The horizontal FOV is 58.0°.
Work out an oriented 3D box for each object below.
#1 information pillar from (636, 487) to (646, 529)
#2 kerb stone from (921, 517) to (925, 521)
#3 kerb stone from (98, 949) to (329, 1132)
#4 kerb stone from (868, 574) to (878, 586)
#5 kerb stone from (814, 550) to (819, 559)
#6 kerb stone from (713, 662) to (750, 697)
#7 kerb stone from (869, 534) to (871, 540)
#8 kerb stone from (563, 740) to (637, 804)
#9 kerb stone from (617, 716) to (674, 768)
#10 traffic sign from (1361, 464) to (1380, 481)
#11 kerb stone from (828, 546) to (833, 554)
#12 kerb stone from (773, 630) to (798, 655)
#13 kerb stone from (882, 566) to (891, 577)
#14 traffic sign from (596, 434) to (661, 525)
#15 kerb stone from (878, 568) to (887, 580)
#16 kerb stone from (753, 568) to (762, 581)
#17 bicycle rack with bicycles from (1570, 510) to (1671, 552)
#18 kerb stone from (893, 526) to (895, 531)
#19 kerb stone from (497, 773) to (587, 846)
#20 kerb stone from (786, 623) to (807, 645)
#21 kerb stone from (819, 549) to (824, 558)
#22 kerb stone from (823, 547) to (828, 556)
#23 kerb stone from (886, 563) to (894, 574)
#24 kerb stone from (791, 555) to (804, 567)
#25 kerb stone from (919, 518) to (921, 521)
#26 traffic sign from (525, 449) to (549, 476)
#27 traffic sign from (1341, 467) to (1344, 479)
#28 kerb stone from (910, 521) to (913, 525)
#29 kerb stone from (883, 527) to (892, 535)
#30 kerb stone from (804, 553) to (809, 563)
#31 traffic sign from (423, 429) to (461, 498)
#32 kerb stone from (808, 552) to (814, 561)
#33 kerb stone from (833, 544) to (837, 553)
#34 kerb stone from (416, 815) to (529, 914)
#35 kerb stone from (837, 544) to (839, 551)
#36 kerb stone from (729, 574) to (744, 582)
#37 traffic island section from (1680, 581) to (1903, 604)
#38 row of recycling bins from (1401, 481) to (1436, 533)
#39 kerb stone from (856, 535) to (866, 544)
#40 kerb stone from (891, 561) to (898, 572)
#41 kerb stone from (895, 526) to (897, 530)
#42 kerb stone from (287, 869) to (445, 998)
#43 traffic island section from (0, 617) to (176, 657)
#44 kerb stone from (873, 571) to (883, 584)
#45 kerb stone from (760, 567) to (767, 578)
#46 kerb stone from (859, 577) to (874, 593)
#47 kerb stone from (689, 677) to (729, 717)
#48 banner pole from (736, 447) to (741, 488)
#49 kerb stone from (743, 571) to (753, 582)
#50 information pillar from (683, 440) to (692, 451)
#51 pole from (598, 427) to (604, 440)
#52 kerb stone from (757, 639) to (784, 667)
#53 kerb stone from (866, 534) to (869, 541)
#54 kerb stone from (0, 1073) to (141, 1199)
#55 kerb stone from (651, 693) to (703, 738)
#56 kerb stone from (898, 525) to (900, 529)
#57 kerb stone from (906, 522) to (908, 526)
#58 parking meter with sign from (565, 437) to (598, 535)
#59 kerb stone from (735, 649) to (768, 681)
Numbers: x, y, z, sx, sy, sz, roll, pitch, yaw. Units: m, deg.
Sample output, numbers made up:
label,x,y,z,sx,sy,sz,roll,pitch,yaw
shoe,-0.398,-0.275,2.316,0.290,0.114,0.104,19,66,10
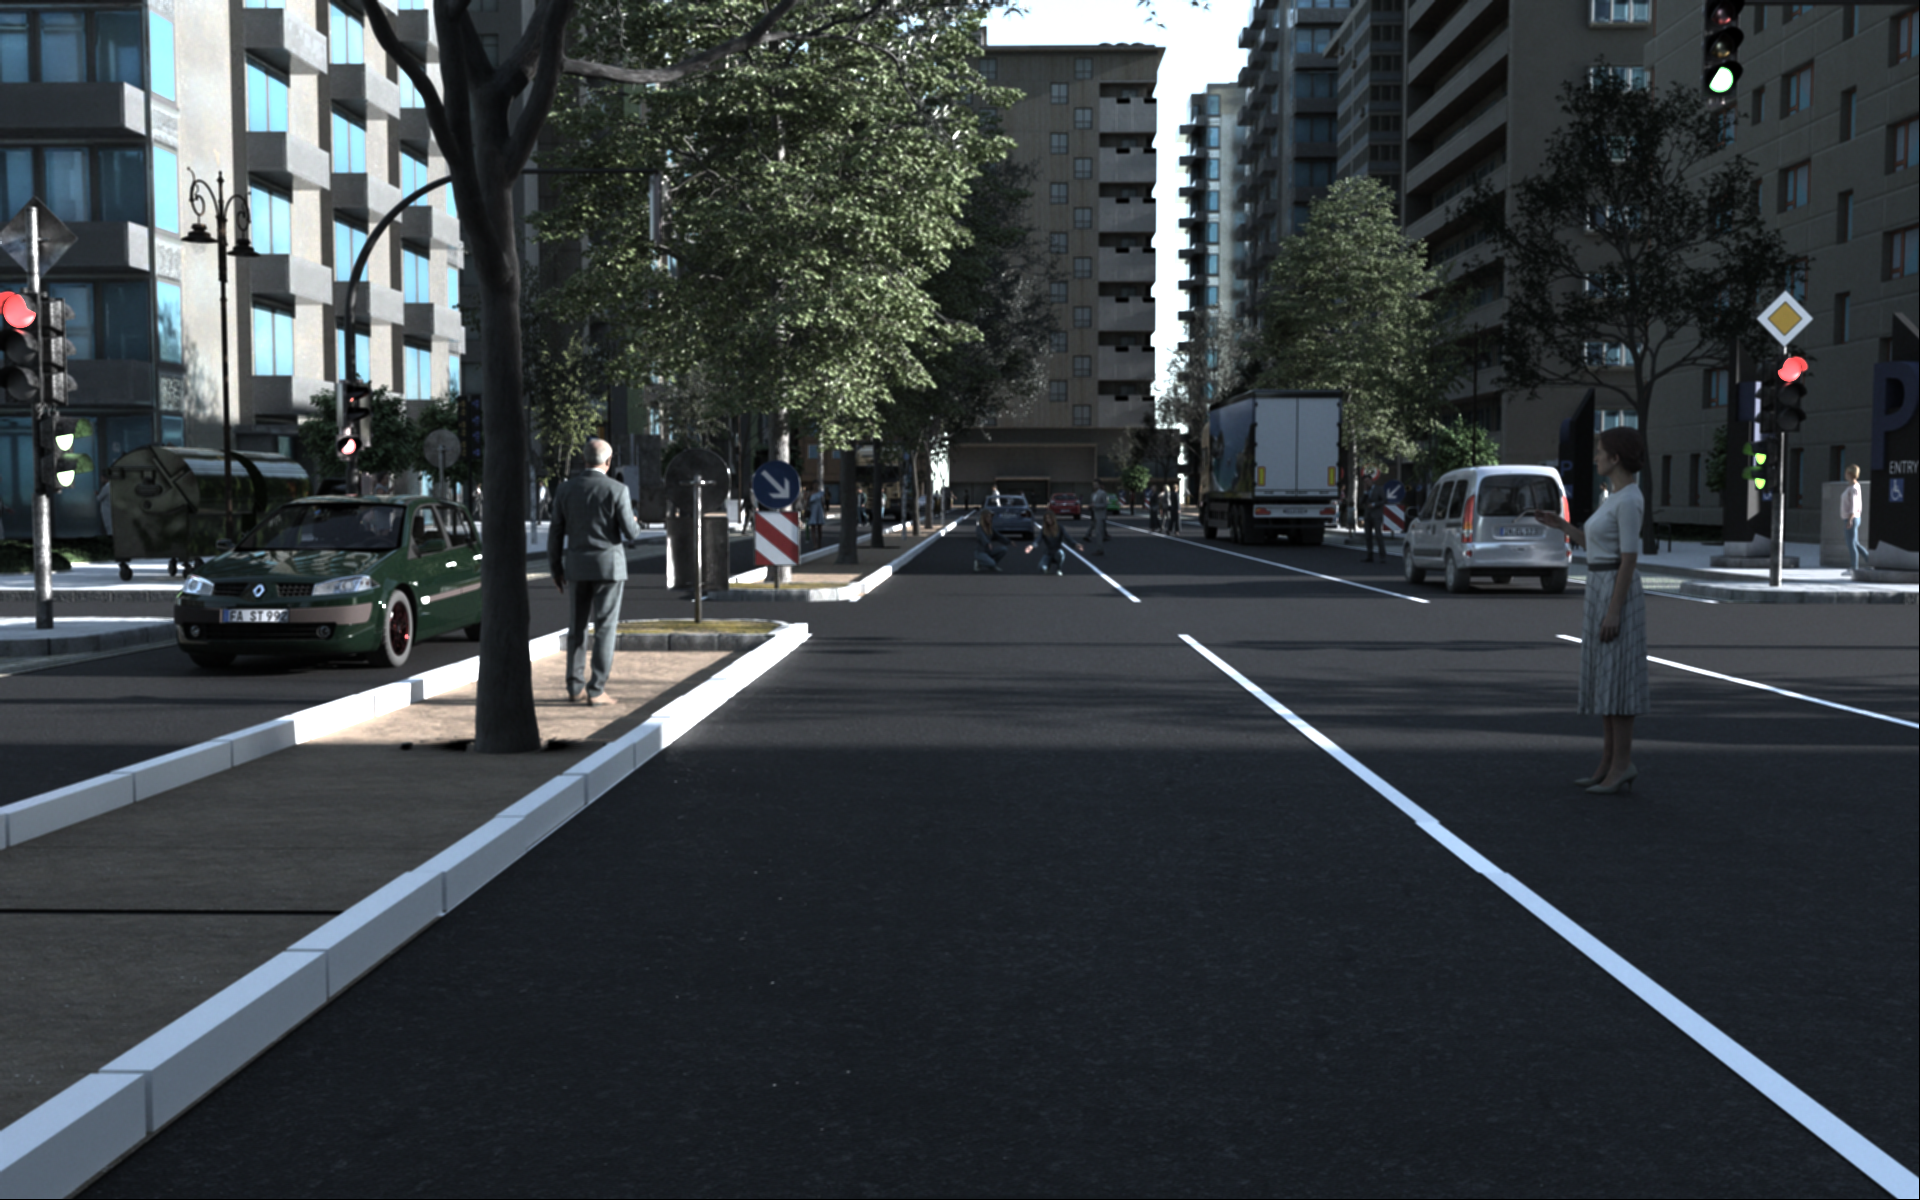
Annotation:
label,x,y,z,sx,sy,sz,roll,pitch,yaw
information pillar,-11.763,-3.615,63.594,0.304,2.012,0.304,2,4,32
kerb stone,-2.007,-4.462,95.157,0.120,0.150,1.000,0,4,1
kerb stone,-1.848,1.091,4.359,0.120,0.150,1.000,0,4,1
kerb stone,-1.385,-0.260,26.438,0.120,0.150,1.000,0,4,1
kerb stone,-3.236,-0.952,37.760,0.120,0.150,1.000,0,4,1
kerb stone,-1.671,0.589,12.568,0.120,0.150,1.000,0,4,1
kerb stone,-2.905,-1.894,53.166,0.120,0.150,1.000,0,4,1
kerb stone,-1.758,0.841,8.465,0.120,0.150,1.000,0,4,1
kerb stone,-1.735,0.786,9.493,0.120,0.150,1.000,0,4,1
traffic sign,16.555,-4.271,69.935,0.768,2.556,0.104,0,4,6
kerb stone,-3.172,-1.140,40.843,0.120,0.150,1.000,0,4,1
kerb stone,-1.608,0.407,15.644,0.120,0.150,1.000,0,4,1
kerb stone,-1.311,-0.447,29.504,0.120,0.150,1.000,0,4,1
traffic sign,-11.332,-3.997,59.223,2.265,3.308,0.079,0,4,7
kerb stone,-1.332,-0.384,28.482,0.120,0.150,1.000,0,4,1
kerb stone,-3.430,-0.386,28.508,0.120,0.150,1.000,0,4,1
bicycle rack with bicycles,14.877,-1.580,39.209,2.852,0.926,2.925,1,4,15
kerb stone,-2.647,-2.642,65.454,0.120,0.150,1.000,0,4,1
kerb stone,-1.791,0.909,7.432,0.120,0.150,1.000,0,4,1
kerb stone,-1.585,0.338,16.670,0.120,0.150,1.000,0,4,1
kerb stone,-3.211,-1.012,38.788,0.120,0.150,1.000,0,4,1
kerb stone,-3.191,-1.074,39.815,0.120,0.150,1.000,0,4,1
kerb stone,-1.292,-0.507,30.527,0.120,0.150,1.000,0,4,1
kerb stone,-3.297,-0.763,34.671,0.120,0.150,1.000,0,4,1
kerb stone,-2.181,-3.960,86.963,0.120,0.150,1.000,0,4,1
traffic sign,-12.254,-3.052,49.897,0.884,2.594,0.081,1,4,10
traffic sign,15.842,-4.476,73.289,0.768,2.556,0.104,1,4,10
kerb stone,-2.311,-3.577,80.819,0.120,0.150,1.000,0,4,1
kerb stone,-2.686,-2.518,63.405,0.120,0.150,1.000,0,4,1
kerb stone,-3.275,-0.822,35.693,0.120,0.150,1.000,0,4,1
traffic sign,-10.145,-2.068,33.919,0.768,2.556,0.104,0,4,6
kerb stone,-3.258,-0.889,36.730,0.120,0.150,1.000,0,4,1
kerb stone,-3.140,-1.204,41.875,0.120,0.150,1.000,0,4,1
kerb stone,-1.801,0.971,6.410,0.120,0.150,1.000,0,4,1
kerb stone,-3.120,-1.266,42.900,0.120,0.150,1.000,0,4,1
kerb stone,-3.470,-0.261,26.464,0.120,0.150,1.000,0,4,1
traffic island section,11.358,-0.110,24.081,2.009,0.180,2.903,0,4,1
row of recycling bins,15.311,-2.994,56.058,1.069,1.692,3.534,-1,4,-10
kerb stone,-2.951,-1.768,51.107,0.120,0.150,1.000,0,4,1
kerb stone,-1.268,-0.573,31.557,0.120,0.150,1.000,0,4,1
kerb stone,-2.613,-2.709,66.480,0.120,0.150,1.000,0,4,1
kerb stone,-1.831,1.029,5.388,0.120,0.150,1.000,0,4,1
traffic island section,-8.750,0.352,16.528,2.009,0.180,2.903,0,4,1
kerb stone,-1.355,-0.322,27.460,0.120,0.150,1.000,0,4,1
kerb stone,-3.403,-0.449,29.530,0.120,0.150,1.000,0,4,1
kerb stone,-1.400,-0.197,25.414,0.120,0.150,1.000,0,4,1
kerb stone,-1.692,0.656,11.536,0.120,0.150,1.000,0,4,1
banner pole,-11.694,-6.202,91.417,0.401,3.779,0.863,1,4,13
kerb stone,-3.448,-0.323,27.486,0.120,0.150,1.000,0,4,1
information pillar,-11.469,-4.993,72.998,0.504,3.616,0.183,2,4,32
pole,-10.859,-3.585,52.466,0.158,3.312,0.155,0,3,0
kerb stone,-1.629,0.467,14.619,0.120,0.150,1.000,0,4,1
kerb stone,-2.927,-1.831,52.138,0.120,0.150,1.000,0,4,1
kerb stone,-1.875,1.153,3.338,0.120,0.150,1.000,0,4,1
kerb stone,-1.718,0.714,10.514,0.120,0.150,1.000,0,4,1
kerb stone,-2.566,-2.831,68.529,0.120,0.150,1.000,0,4,1
kerb stone,-2.445,-3.200,74.672,0.120,0.150,1.000,0,4,1
parking meter with sign,-11.724,-3.515,53.725,0.543,3.016,1.738,-3,5,-42
kerb stone,-1.654,0.526,13.597,0.120,0.150,1.000,0,4,1
